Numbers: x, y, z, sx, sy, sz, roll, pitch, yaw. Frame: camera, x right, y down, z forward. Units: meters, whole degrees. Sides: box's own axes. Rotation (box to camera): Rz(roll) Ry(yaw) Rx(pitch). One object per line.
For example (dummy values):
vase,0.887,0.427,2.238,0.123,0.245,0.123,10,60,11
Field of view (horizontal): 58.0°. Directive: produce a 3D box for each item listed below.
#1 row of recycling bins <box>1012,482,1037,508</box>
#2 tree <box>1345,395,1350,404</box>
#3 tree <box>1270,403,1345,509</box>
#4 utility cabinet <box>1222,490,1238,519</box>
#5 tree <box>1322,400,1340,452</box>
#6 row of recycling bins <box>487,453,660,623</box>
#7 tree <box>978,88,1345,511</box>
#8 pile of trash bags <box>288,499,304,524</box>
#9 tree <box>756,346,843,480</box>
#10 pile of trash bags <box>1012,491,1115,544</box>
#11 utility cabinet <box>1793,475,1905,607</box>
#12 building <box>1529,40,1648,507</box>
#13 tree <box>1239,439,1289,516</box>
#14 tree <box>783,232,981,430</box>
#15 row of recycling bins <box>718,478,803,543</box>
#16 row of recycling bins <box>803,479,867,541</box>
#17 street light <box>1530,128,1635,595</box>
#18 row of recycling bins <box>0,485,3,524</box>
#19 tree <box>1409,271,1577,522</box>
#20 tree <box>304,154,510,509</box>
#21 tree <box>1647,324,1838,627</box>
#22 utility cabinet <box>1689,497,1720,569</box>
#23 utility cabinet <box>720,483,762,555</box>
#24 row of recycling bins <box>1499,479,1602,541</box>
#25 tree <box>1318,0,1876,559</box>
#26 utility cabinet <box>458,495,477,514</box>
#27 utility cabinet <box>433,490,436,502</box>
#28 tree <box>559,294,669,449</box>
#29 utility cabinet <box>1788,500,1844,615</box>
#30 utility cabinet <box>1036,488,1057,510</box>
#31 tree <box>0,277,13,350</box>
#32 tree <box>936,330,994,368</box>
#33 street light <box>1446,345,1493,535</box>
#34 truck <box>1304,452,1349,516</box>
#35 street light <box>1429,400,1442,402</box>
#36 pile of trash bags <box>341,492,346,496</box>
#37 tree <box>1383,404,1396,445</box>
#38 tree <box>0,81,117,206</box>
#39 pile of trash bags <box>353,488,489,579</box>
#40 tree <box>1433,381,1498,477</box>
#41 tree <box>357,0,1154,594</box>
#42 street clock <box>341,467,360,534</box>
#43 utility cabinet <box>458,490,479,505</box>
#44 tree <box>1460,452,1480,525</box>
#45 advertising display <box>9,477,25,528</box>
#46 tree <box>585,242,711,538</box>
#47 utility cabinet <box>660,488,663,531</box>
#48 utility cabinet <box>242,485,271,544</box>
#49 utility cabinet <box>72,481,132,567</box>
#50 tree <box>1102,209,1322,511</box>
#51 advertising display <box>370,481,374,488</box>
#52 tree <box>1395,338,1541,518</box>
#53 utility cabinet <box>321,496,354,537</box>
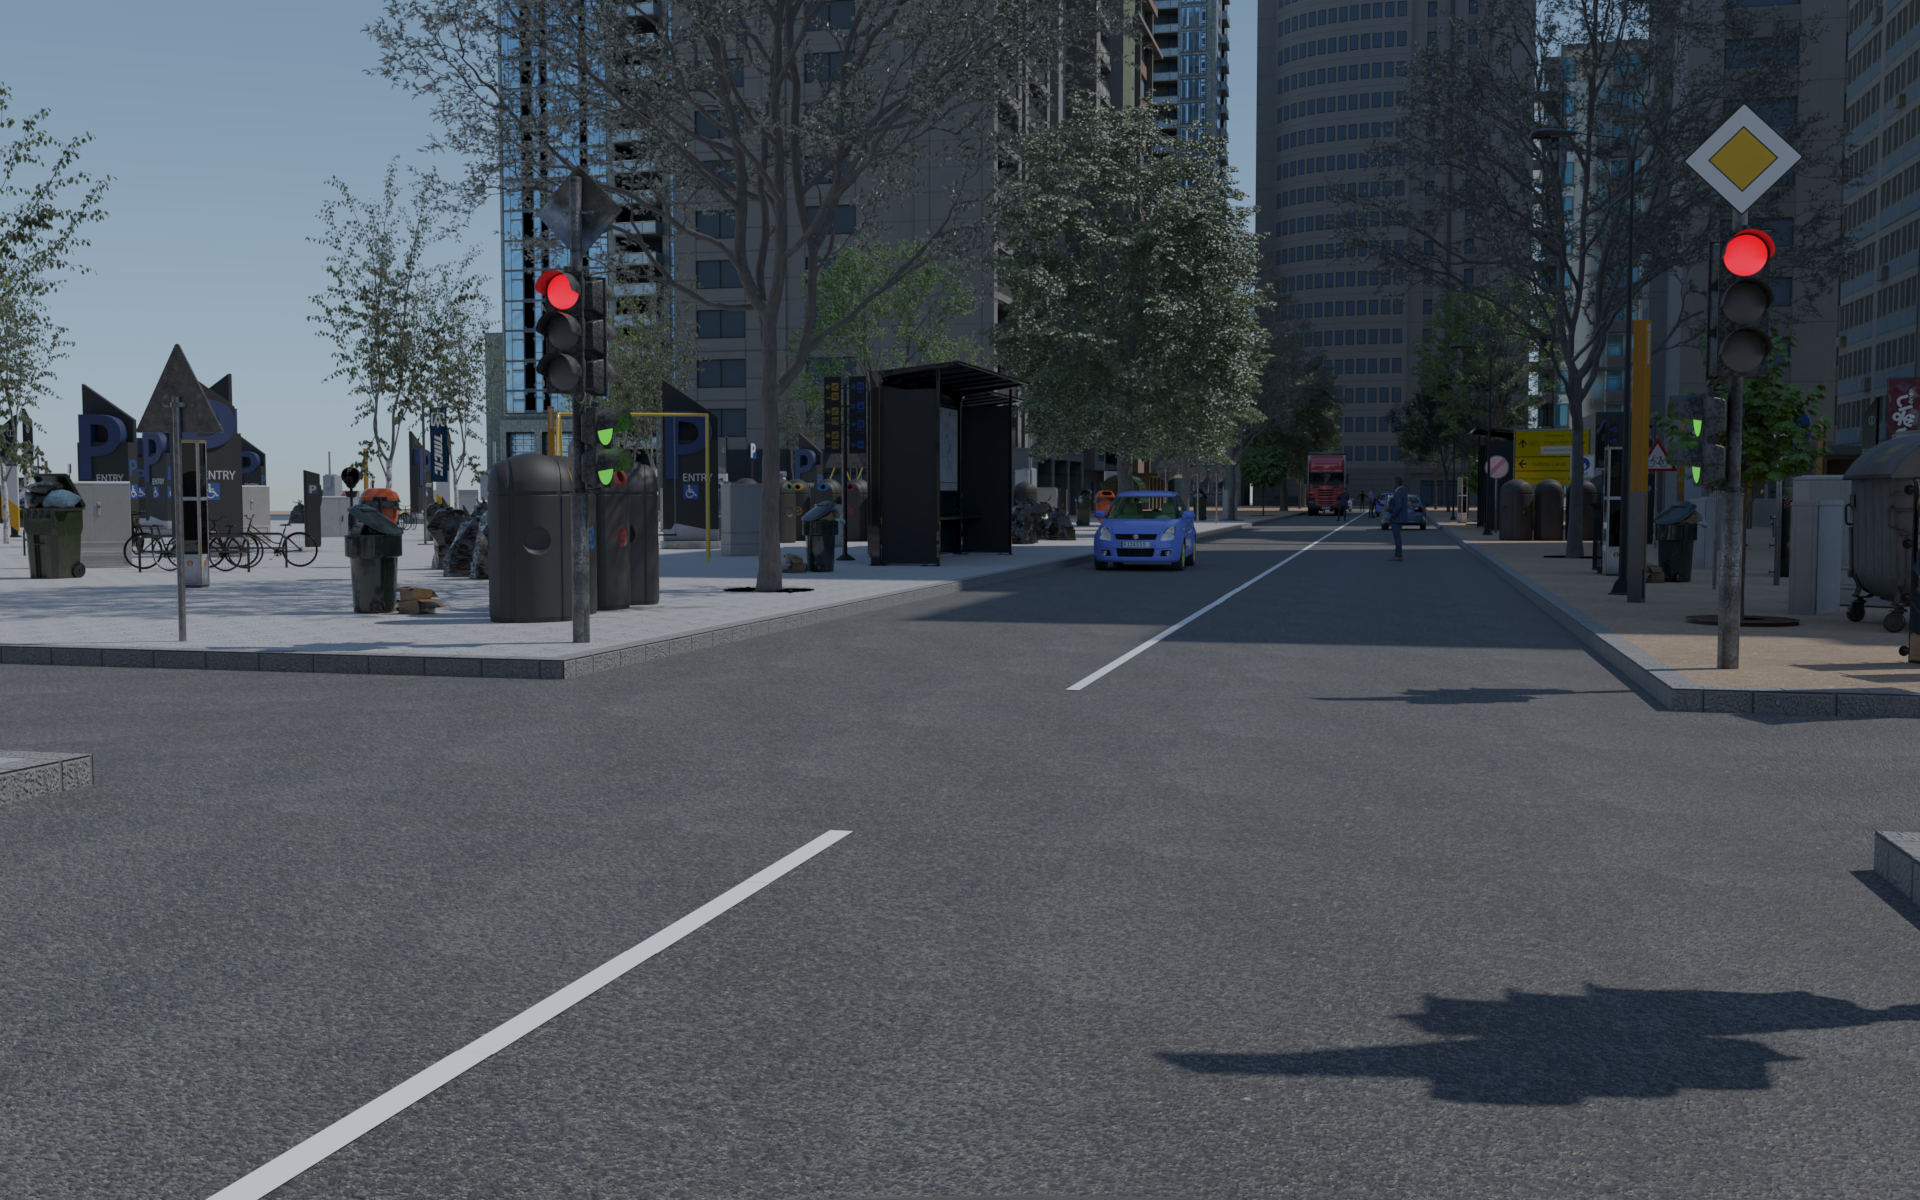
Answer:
row of recycling bins,0.812,-3.092,57.669,3.534,1.692,1.069,0,4,0
tree,24.894,-13.835,132.853,9.857,13.997,8.962,0,3,0
tree,29.841,-13.241,150.899,8.767,10.594,7.601,3,4,39
utility cabinet,13.604,-4.809,87.309,0.318,1.500,1.173,2,4,33
tree,32.143,-14.949,162.537,7.486,12.596,7.792,0,3,0
row of recycling bins,-4.185,-0.719,18.862,1.069,1.692,3.534,1,4,9
tree,5.052,-8.977,53.427,9.857,13.997,8.962,0,3,0
pile of trash bags,-27.864,-4.068,76.260,1.912,1.369,3.447,1,4,16
tree,-8.120,-8.349,86.875,4.360,8.622,3.978,0,3,0
pile of trash bags,2.698,-2.363,48.385,3.447,1.369,1.912,-1,4,-13
utility cabinet,10.181,-0.683,19.840,0.318,1.500,1.173,-3,5,-42
building,75.171,-34.379,181.710,30.456,49.044,23.786,1,4,14
tree,17.832,-7.205,101.516,4.285,4.588,4.351,0,3,0
tree,-3.101,-8.659,67.329,9.928,11.665,9.643,0,3,0
row of recycling bins,-5.974,-2.312,44.916,3.534,1.692,1.069,-2,4,-29
row of recycling bins,-3.245,-2.463,47.391,3.534,1.692,1.069,1,4,20
street light,7.933,-3.028,22.057,1.470,5.913,1.316,1,4,14
row of recycling bins,-41.904,-4.096,74.089,1.069,1.692,3.534,1,4,10
tree,24.506,-9.428,79.900,9.928,11.665,9.643,0,3,0
tree,-12.638,-5.398,38.615,4.360,8.622,3.978,0,3,0
tree,7.625,-1.375,17.089,1.663,3.219,1.824,0,3,0
utility cabinet,12.815,-1.147,29.912,0.306,1.237,1.020,2,4,33
utility cabinet,-4.474,-1.679,36.124,0.318,1.500,1.173,3,4,38
row of recycling bins,16.709,-2.489,47.809,3.534,1.692,1.069,0,4,-3
tree,12.258,-7.567,34.086,12.009,13.543,11.850,0,3,0
utility cabinet,-23.527,-4.358,82.422,1.020,1.237,0.306,-1,4,-9
utility cabinet,-25.388,-4.593,83.782,1.173,1.500,0.318,-3,5,-44
tree,-12.571,-6.899,63.155,4.737,8.622,4.395,0,3,0
utility cabinet,9.254,-0.464,18.742,0.306,1.237,1.020,3,5,40
utility cabinet,2.681,-3.081,59.057,1.173,1.500,0.318,-1,4,-12
tree,-22.716,-5.318,37.313,4.737,8.622,4.395,0,3,0
tree,-0.279,-7.777,77.522,4.737,8.622,4.395,0,3,0
street light,15.917,-4.978,53.934,1.470,5.913,1.316,1,4,14
truck,24.794,-7.841,117.115,2.839,4.237,11.283,1,4,12
street light,23.848,-6.912,85.549,1.470,5.913,1.316,1,4,14
pile of trash bags,-8.823,-1.248,30.159,3.447,1.369,1.912,1,4,8
tree,34.817,-11.572,123.611,8.767,10.594,7.601,-1,4,-11
tree,-13.896,-4.447,23.069,4.360,8.622,3.978,0,3,0
pile of trash bags,-7.435,-1.028,26.563,3.447,1.369,1.912,-2,4,-25
tree,31.249,-9.537,106.299,4.360,8.622,3.978,0,3,0
tree,-2.402,-6.856,22.463,12.009,13.543,11.850,0,3,0
street clock,-16.241,-2.548,46.233,0.471,2.002,0.358,0,4,-7
utility cabinet,-25.438,-4.932,89.309,1.173,1.500,0.318,-1,4,-15
tree,21.397,-4.719,71.753,1.663,3.219,1.824,0,3,0
advertising display,-35.939,-3.729,66.180,0.974,1.923,0.123,0,4,-2
tree,-8.996,-6.096,50.032,4.360,8.622,3.978,0,3,0
utility cabinet,-9.930,-3.086,59.134,0.318,1.500,1.173,0,4,8
utility cabinet,-18.165,-2.163,44.045,0.318,1.500,1.173,3,5,40
utility cabinet,-15.042,-1.308,30.068,1.173,1.500,0.318,-2,4,-25
tree,8.912,-9.253,69.420,7.486,12.596,7.792,0,3,0
advertising display,-28.524,-4.824,84.088,0.123,1.923,0.974,-1,4,-22
tree,27.829,-9.746,93.751,7.601,10.594,8.767,1,4,16
utility cabinet,-18.600,-2.472,51.584,1.020,1.237,0.306,-1,4,-21
